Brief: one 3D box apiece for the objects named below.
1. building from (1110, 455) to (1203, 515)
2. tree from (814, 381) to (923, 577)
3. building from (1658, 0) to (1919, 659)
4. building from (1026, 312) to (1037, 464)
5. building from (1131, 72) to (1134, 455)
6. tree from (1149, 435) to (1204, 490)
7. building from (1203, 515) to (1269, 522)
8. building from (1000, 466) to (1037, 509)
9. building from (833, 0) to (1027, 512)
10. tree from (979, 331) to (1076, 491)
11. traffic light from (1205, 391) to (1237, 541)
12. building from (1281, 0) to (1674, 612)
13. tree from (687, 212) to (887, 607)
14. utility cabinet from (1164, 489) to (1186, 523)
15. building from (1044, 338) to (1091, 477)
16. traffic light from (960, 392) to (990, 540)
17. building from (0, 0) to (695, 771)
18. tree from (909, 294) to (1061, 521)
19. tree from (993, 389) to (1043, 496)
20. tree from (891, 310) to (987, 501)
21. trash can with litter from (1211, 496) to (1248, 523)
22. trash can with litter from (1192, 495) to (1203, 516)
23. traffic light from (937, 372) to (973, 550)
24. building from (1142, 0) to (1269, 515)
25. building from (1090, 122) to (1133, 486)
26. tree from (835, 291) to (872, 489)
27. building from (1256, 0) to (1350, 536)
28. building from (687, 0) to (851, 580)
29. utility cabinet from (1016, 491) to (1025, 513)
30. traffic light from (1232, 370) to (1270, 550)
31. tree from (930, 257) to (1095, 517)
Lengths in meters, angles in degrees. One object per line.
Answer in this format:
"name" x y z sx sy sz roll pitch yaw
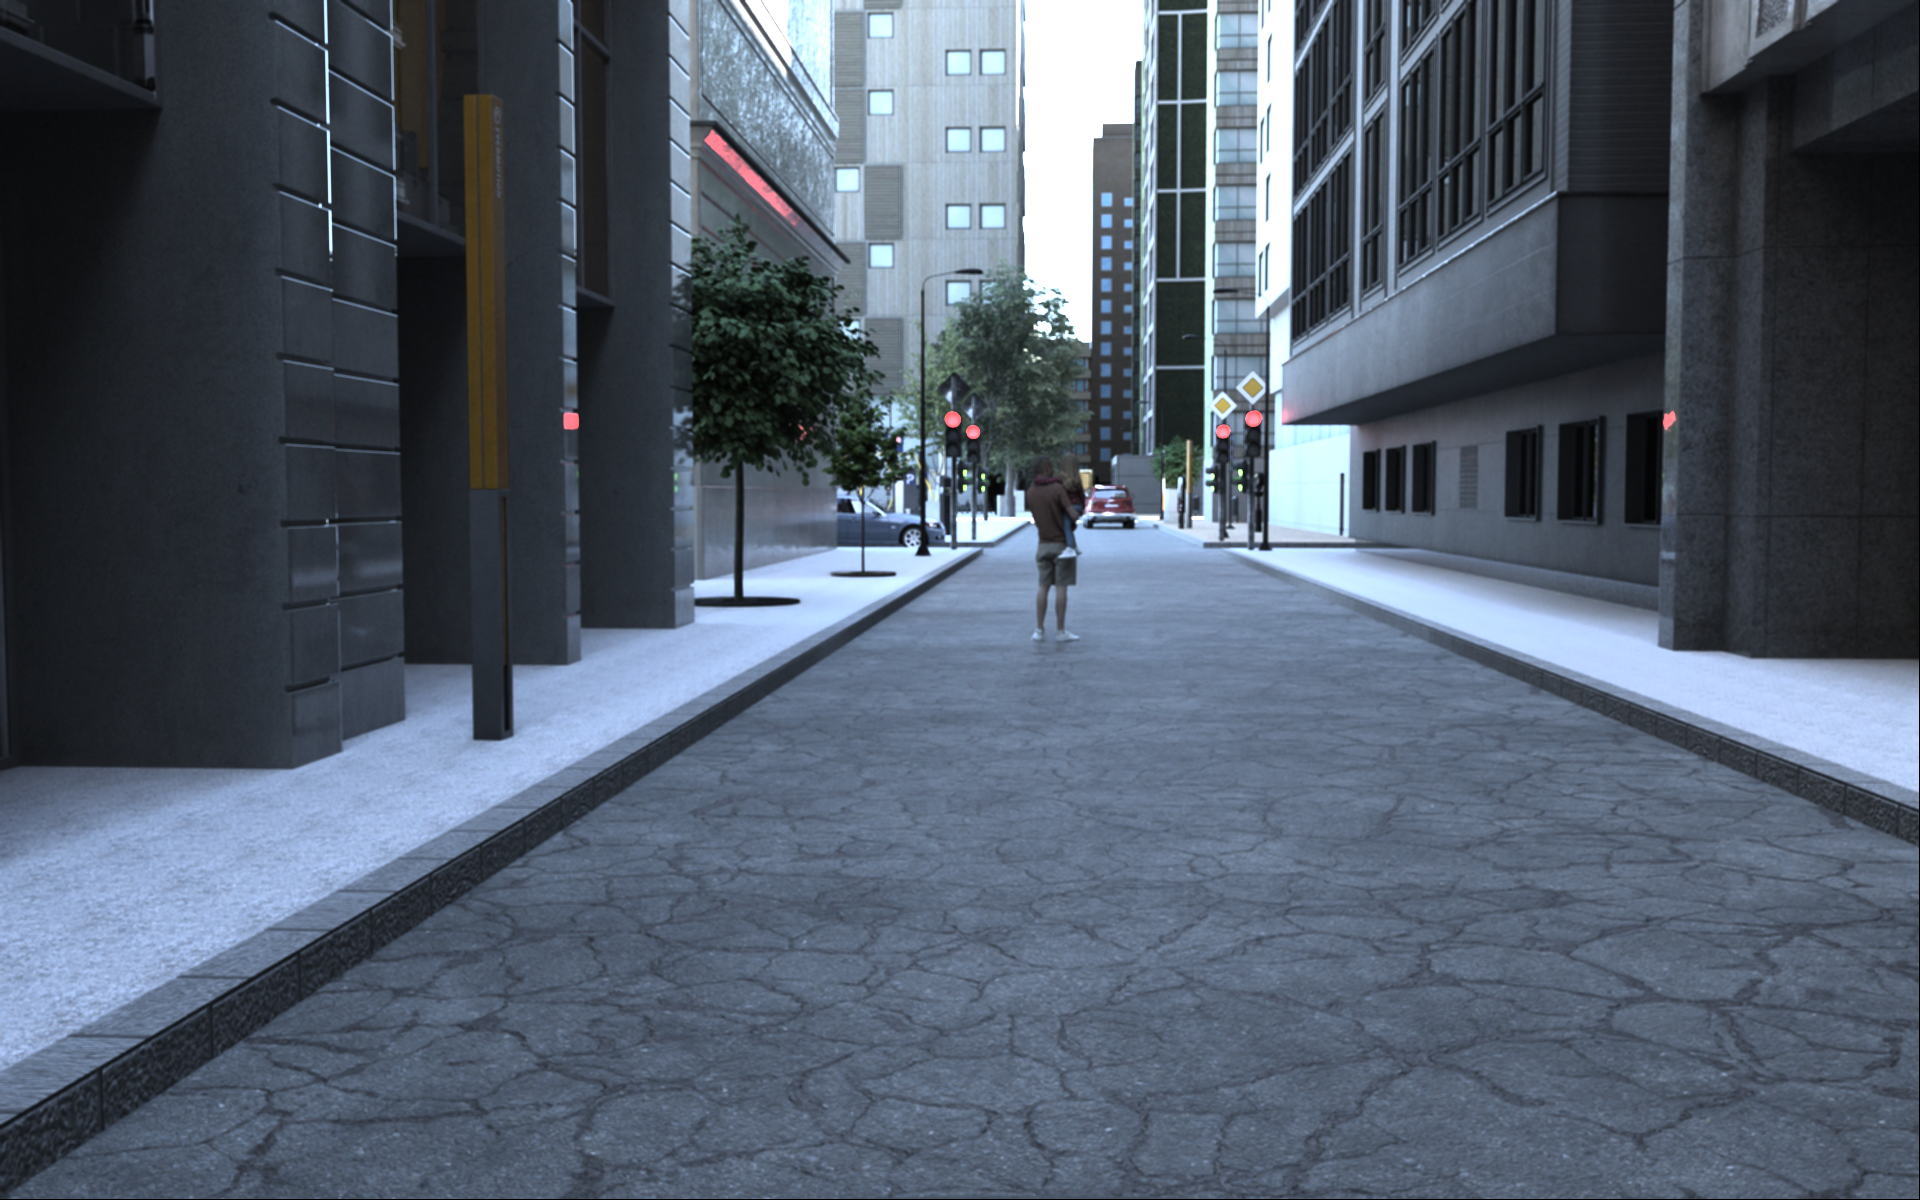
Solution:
"building" 20.262 -41.097 110.186 20.563 71.187 20.611 0 4 4
"tree" -1.618 -1.985 27.058 1.663 3.219 1.824 0 3 0
"building" 11.197 -11.344 3.491 12.078 24.808 19.932 0 4 4
"building" -6.160 -20.860 186.107 28.899 21.520 27.650 0 4 4
"building" 23.526 -29.534 166.472 14.154 41.232 14.086 0 4 4
"tree" 12.143 -6.872 96.068 4.285 4.588 4.351 0 3 0
"building" 18.843 -24.454 83.426 14.154 41.232 14.086 0 4 4
"building" -2.654 -44.163 160.310 20.563 71.187 20.611 0 4 4
"building" -8.469 -33.484 136.701 28.713 52.752 27.495 0 4 4
"tree" 4.285 -12.205 117.672 7.486 12.596 7.792 0 3 0
"traffic light" 7.151 -3.576 47.395 0.839 4.253 0.868 0 4 4
"building" 13.454 -14.225 26.091 14.314 27.812 24.014 0 4 4
"tree" -2.555 -2.231 20.197 4.285 4.588 4.351 0 3 0
"utility cabinet" 9.417 -4.114 75.941 1.173 1.500 0.318 -3 5 -42
"building" 2.083 -22.976 220.699 28.899 21.520 27.650 0 4 4
"traffic light" 0.404 -3.603 47.824 0.839 4.253 0.868 0 4 4
"building" -8.991 -13.738 2.105 11.434 29.767 29.804 0 4 4
"tree" 0.989 -9.027 81.998 8.767 10.594 7.601 3 5 40
"tree" 3.418 -9.436 104.644 4.360 8.622 3.978 0 3 0
"tree" -0.904 -7.319 70.033 4.737 8.622 4.395 0 3 0
"trash can with litter" 12.247 -3.993 76.335 1.678 1.210 2.233 -2 4 -32
"trash can with litter" 14.031 -5.503 101.029 2.233 1.210 1.678 2 4 30
"traffic light" -0.123 -3.115 39.856 0.839 4.253 0.868 0 4 4
"building" 20.746 -27.420 131.908 14.154 41.232 14.086 0 4 4
"building" 23.138 -34.354 211.794 14.200 45.320 14.600 0 4 4
"tree" -4.640 -6.633 58.819 4.360 8.622 3.978 0 3 0
"building" 24.455 -28.638 57.469 27.495 52.752 28.713 0 4 4
"building" -17.529 -12.227 33.196 30.059 22.955 16.112 0 4 4
"utility cabinet" 3.692 -6.505 115.027 1.173 1.500 0.318 0 4 7
"traffic light" 6.624 -3.089 39.427 0.839 4.253 0.868 0 4 4
"tree" 2.807 -11.522 95.047 9.857 13.997 8.962 0 3 0
